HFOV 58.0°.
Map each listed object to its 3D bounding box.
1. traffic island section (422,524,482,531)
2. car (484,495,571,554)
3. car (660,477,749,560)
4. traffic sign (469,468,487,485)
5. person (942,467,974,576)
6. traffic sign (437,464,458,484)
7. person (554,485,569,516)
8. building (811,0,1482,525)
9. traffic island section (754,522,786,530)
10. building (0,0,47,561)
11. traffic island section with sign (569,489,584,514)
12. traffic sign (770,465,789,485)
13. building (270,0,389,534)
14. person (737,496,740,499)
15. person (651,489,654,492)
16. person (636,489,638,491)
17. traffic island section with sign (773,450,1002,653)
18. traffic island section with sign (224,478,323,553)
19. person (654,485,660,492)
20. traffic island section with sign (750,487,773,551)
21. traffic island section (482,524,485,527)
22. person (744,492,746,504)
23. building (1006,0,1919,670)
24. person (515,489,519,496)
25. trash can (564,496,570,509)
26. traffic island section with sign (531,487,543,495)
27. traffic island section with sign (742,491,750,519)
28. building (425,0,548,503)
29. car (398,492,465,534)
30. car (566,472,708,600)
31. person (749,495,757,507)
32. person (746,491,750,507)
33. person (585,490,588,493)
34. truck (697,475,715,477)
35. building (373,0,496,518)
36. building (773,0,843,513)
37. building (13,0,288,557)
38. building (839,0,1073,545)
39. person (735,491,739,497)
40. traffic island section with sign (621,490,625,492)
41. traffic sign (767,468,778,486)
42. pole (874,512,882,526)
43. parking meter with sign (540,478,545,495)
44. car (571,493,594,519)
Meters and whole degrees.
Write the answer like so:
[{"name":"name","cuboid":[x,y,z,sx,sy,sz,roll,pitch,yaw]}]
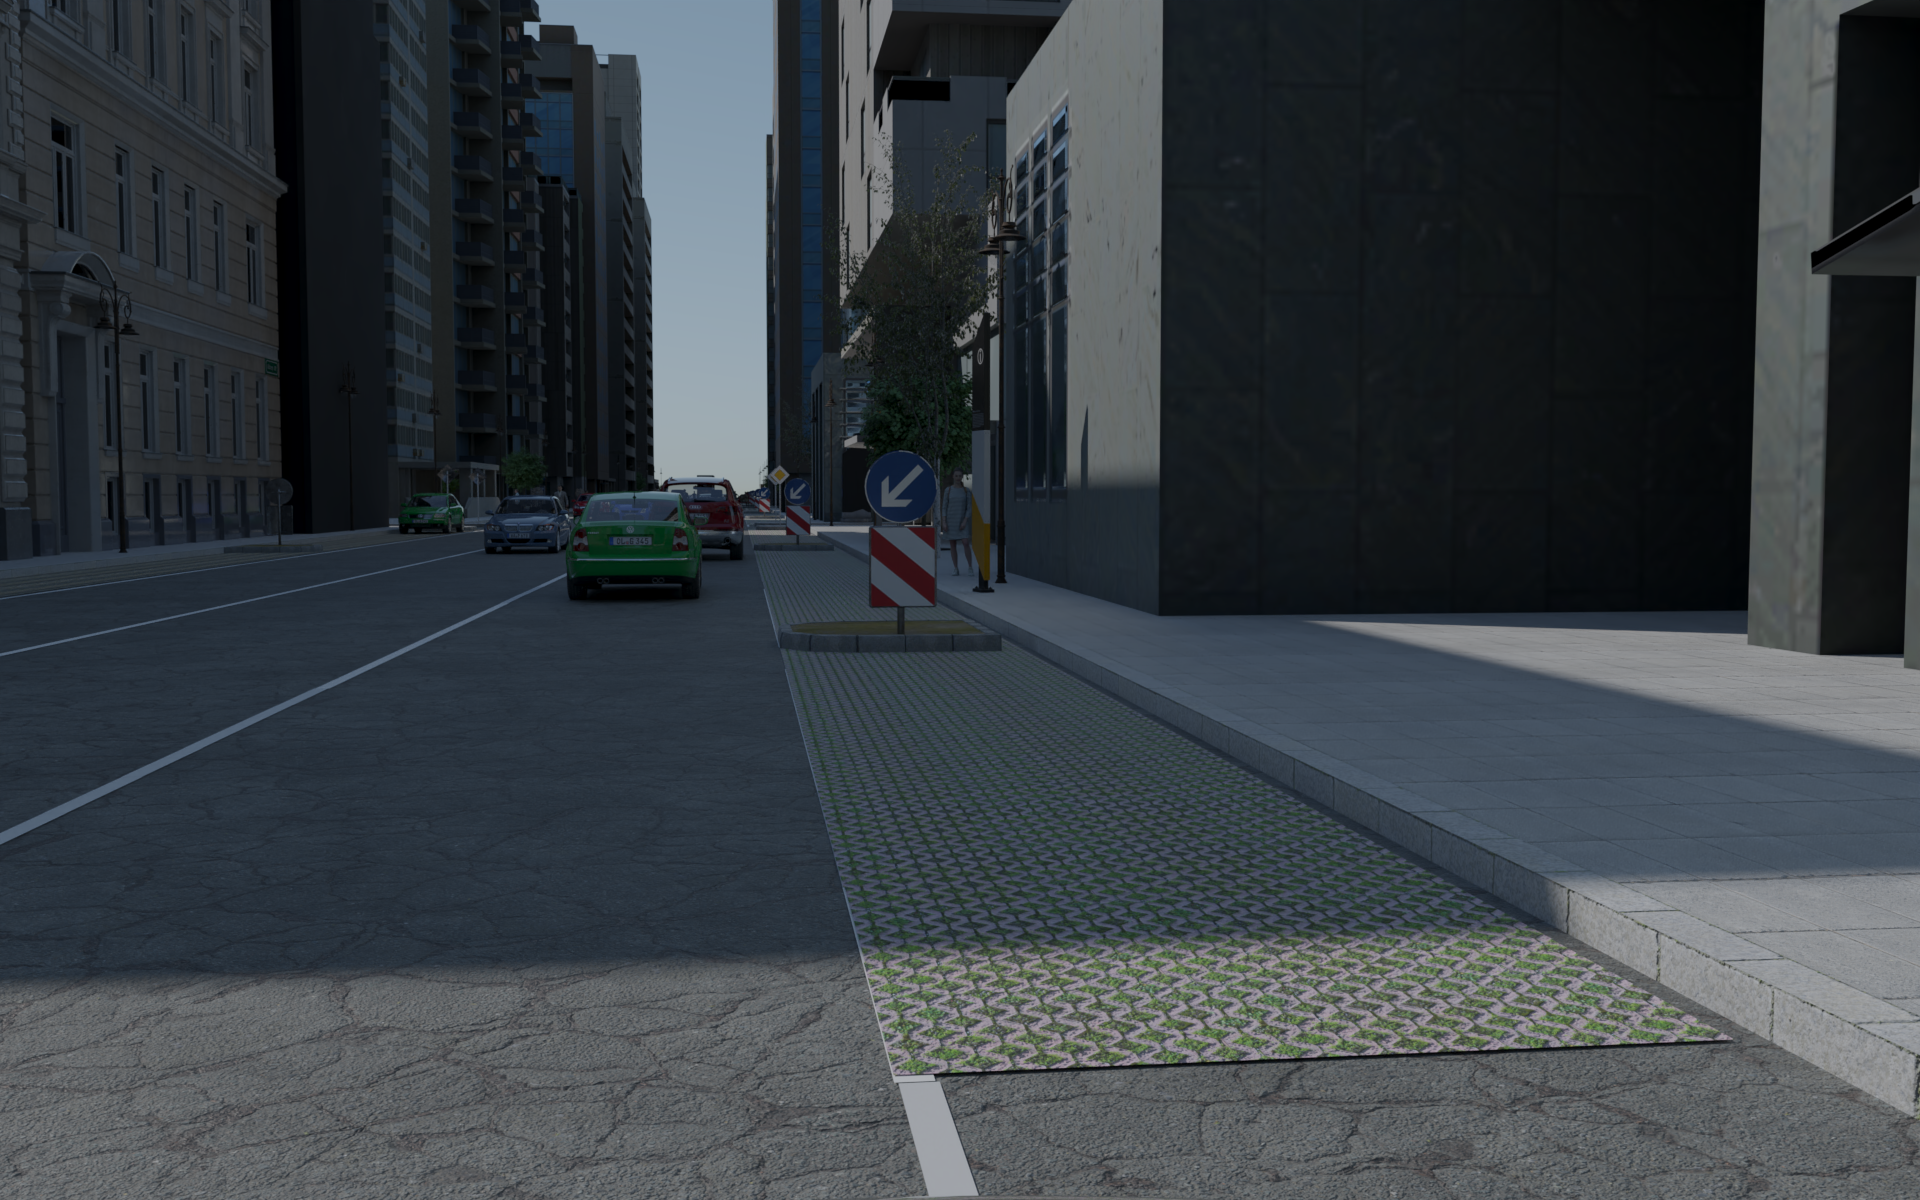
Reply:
[{"name":"traffic island section","cuboid":[-20.123,-2.795,67.976,2.009,0.180,2.903,0,4,-7]},{"name":"car","cuboid":[-10.741,-1.910,43.227,2.014,1.417,4.499,0,4,-7]},{"name":"car","cuboid":[-5.902,-1.860,39.085,2.281,1.827,5.304,0,4,-7]},{"name":"traffic sign","cuboid":[-21.114,-4.504,75.833,0.795,2.593,0.064,0,4,-7]},{"name":"person","cuboid":[-0.029,-1.234,27.220,0.512,1.701,0.522,0,4,2]},{"name":"traffic sign","cuboid":[-20.101,-4.020,67.912,0.795,2.593,0.064,0,4,-7]},{"name":"person","cuboid":[-17.484,-4.115,75.901,0.709,1.813,0.853,-1,4,-9]},{"name":"building","cuboid":[7.731,-47.525,89.700,31.000,86.520,22.319,0,4,-7]},{"name":"traffic island section","cuboid":[-8.199,-3.380,77.540,2.009,0.180,2.903,0,4,-7]},{"name":"building","cuboid":[-22.010,-11.932,23.965,11.050,23.489,19.941,0,4,-7]},{"name":"traffic island section with sign","cuboid":[-27.466,-7.139,125.356,1.989,1.847,2.006,0,4,-7]},{"name":"traffic sign","cuboid":[-7.209,-4.119,69.534,0.795,2.593,0.064,0,4,-7]},{"name":"building","cuboid":[-29.356,-14.078,59.861,15.834,23.373,12.332,0,4,-7]},{"name":"person","cuboid":[-27.298,-12.409,214.623,0.697,1.427,0.421,0,4,3]},{"name":"person","cuboid":[-24.112,-7.753,135.367,0.850,1.850,0.679,0,4,3]},{"name":"person","cuboid":[-26.252,-8.129,141.317,0.836,1.842,0.656,-2,4,-28]},{"name":"traffic island section with sign","cuboid":[-0.732,-0.482,16.507,1.989,1.847,2.006,0,4,-7]},{"name":"traffic island section with sign","cuboid":[-16.921,-2.092,42.839,1.989,1.847,2.006,0,4,-7]},{"name":"person","cuboid":[-15.189,-4.848,87.132,0.474,1.900,0.648,2,4,30]},{"name":"traffic island section with sign","cuboid":[-4.273,-2.178,44.233,1.989,1.847,2.006,0,4,-7]},{"name":"traffic island section","cuboid":[-21.136,-3.279,75.897,2.009,0.180,2.903,0,4,-7]},{"name":"person","cuboid":[-31.751,-15.128,255.852,1.348,1.824,0.705,2,4,30]},{"name":"building","cuboid":[13.789,-42.773,12.014,22.319,86.520,31.000,0,4,-7]},{"name":"person","cuboid":[-29.155,-6.493,114.006,0.330,1.601,0.589,-1,4,-13]},{"name":"trash can","cuboid":[-32.833,-8.119,144.395,0.748,1.137,0.748,0,3,0]},{"name":"traffic island section with sign","cuboid":[-24.056,-5.504,98.617,1.989,1.847,2.006,0,4,-7]},{"name":"traffic island section with sign","cuboid":[-11.428,-5.601,100.197,1.989,1.847,2.006,0,4,-7]},{"name":"building","cuboid":[-43.352,-29.081,130.095,22.147,44.769,28.867,0,4,-7]},{"name":"car","cuboid":[-19.324,-3.339,63.393,1.959,1.807,4.718,0,4,-7]},{"name":"car","cuboid":[-4.623,-0.987,24.935,1.959,1.807,4.718,0,4,-8]},{"name":"person","cuboid":[-21.772,-10.553,181.750,1.217,1.736,0.721,1,4,23]},{"name":"person","cuboid":[-23.581,-11.201,192.358,1.217,1.743,0.721,0,4,-3]},{"name":"person","cuboid":[-29.094,-7.683,134.875,0.466,1.731,0.760,0,4,1]},{"name":"truck","cuboid":[-37.799,-16.425,257.453,2.839,4.237,11.283,0,4,-7]},{"name":"building","cuboid":[-42.878,-24.664,95.133,32.217,40.220,23.993,0,4,-7]},{"name":"building","cuboid":[-5.978,-28.843,121.693,14.600,45.320,14.200,0,4,-7]},{"name":"building","cuboid":[-26.216,-15.750,43.423,13.634,28.700,20.117,0,4,-7]},{"name":"building","cuboid":[10.157,-28.590,56.686,28.713,52.752,27.495,0,4,-7]},{"name":"person","cuboid":[-27.099,-12.244,208.766,1.350,1.814,0.705,-2,4,-35]},{"name":"traffic island section with sign","cuboid":[-33.716,-10.122,174.119,1.989,1.847,2.006,0,4,-7]},{"name":"traffic sign","cuboid":[-8.221,-4.603,77.455,0.795,2.593,0.064,0,4,-7]},{"name":"pole","cuboid":[-2.018,-2.977,42.514,0.158,3.312,0.155,0,3,0]},{"name":"parking meter with sign","cuboid":[-35.704,-9.296,148.251,0.543,3.016,1.738,0,4,-8]},{"name":"car","cuboid":[-21.038,-5.497,98.912,2.155,1.783,4.494,0,4,-6]}]
